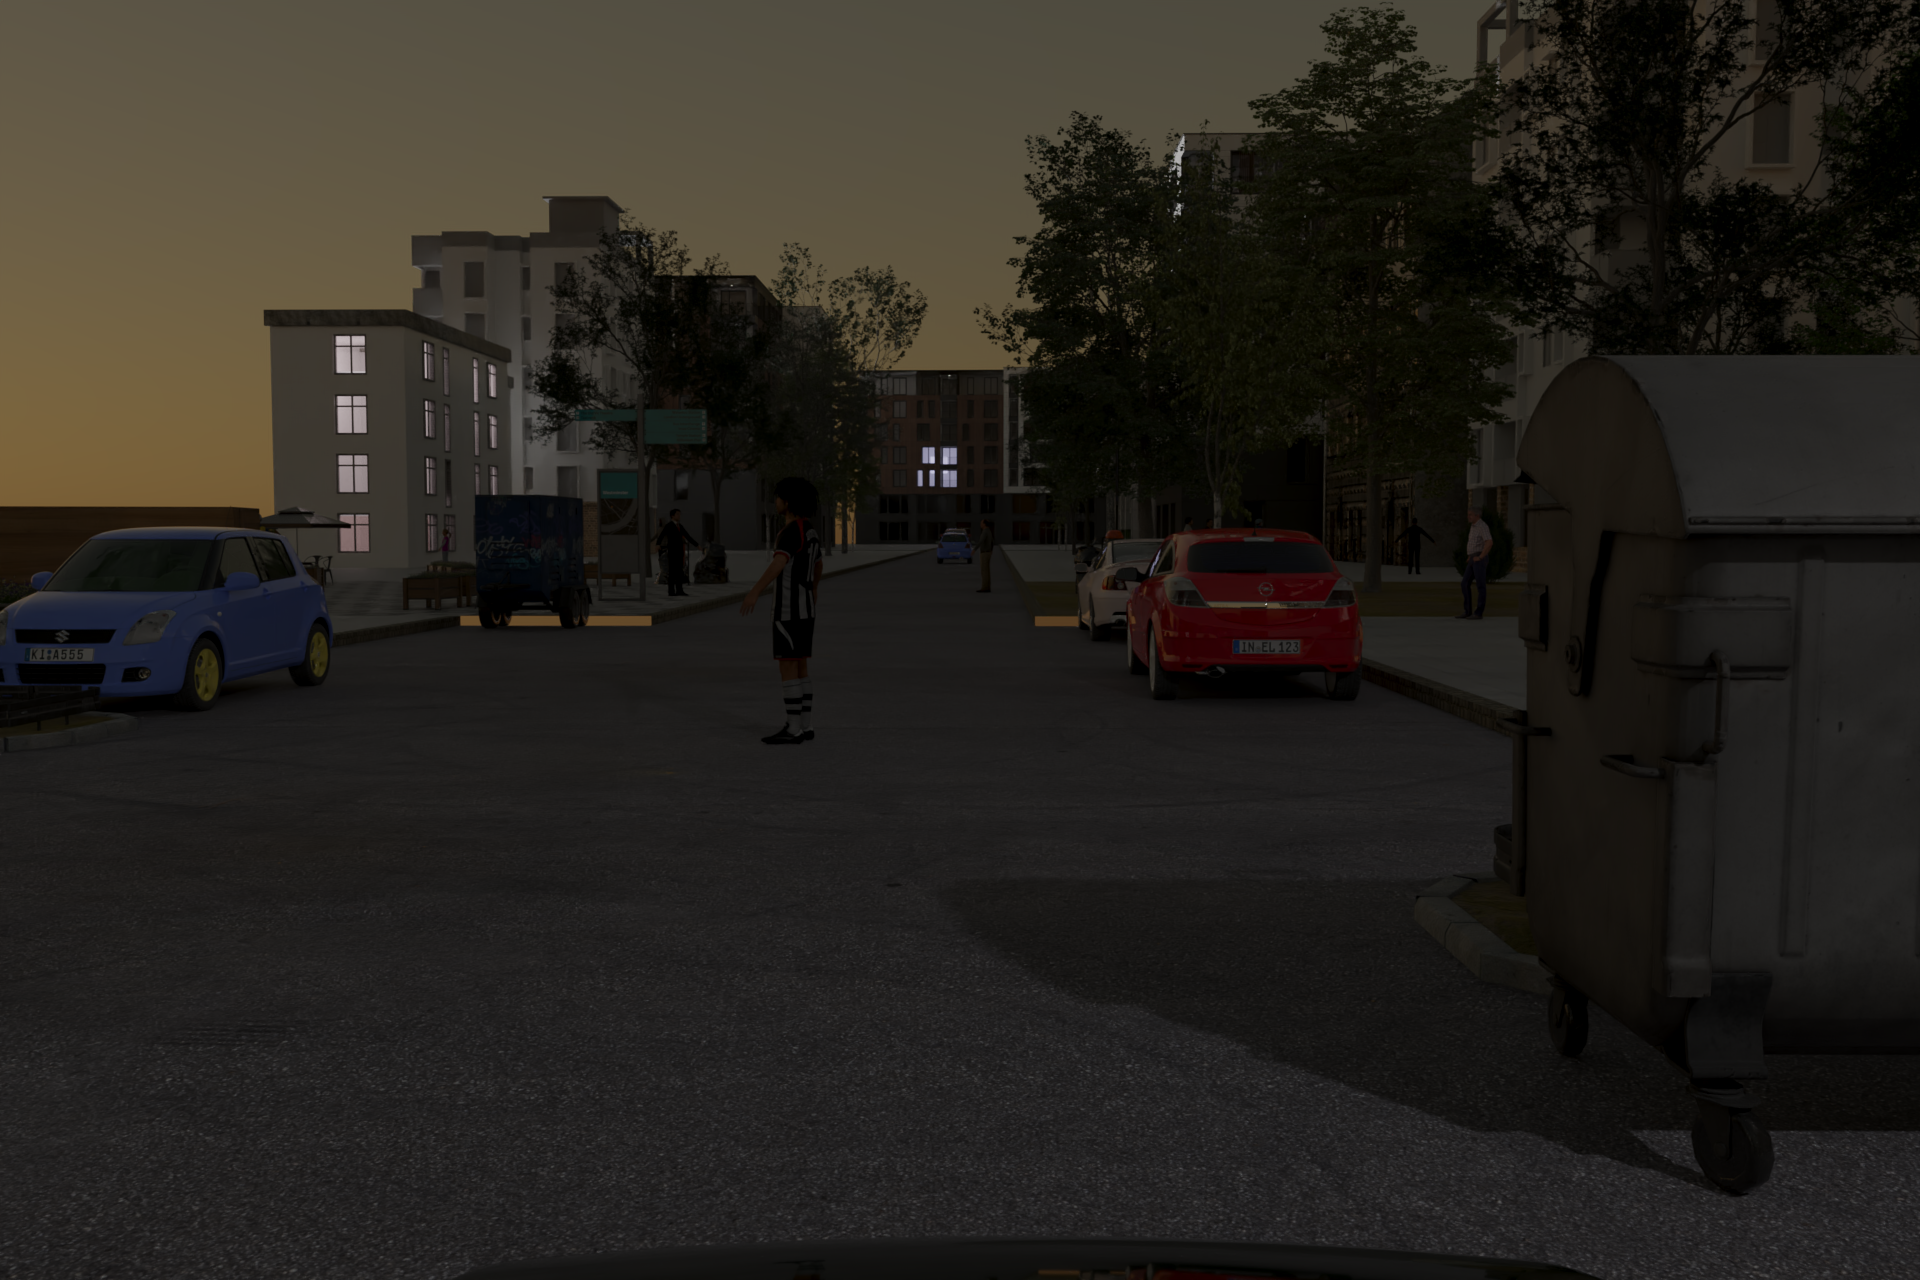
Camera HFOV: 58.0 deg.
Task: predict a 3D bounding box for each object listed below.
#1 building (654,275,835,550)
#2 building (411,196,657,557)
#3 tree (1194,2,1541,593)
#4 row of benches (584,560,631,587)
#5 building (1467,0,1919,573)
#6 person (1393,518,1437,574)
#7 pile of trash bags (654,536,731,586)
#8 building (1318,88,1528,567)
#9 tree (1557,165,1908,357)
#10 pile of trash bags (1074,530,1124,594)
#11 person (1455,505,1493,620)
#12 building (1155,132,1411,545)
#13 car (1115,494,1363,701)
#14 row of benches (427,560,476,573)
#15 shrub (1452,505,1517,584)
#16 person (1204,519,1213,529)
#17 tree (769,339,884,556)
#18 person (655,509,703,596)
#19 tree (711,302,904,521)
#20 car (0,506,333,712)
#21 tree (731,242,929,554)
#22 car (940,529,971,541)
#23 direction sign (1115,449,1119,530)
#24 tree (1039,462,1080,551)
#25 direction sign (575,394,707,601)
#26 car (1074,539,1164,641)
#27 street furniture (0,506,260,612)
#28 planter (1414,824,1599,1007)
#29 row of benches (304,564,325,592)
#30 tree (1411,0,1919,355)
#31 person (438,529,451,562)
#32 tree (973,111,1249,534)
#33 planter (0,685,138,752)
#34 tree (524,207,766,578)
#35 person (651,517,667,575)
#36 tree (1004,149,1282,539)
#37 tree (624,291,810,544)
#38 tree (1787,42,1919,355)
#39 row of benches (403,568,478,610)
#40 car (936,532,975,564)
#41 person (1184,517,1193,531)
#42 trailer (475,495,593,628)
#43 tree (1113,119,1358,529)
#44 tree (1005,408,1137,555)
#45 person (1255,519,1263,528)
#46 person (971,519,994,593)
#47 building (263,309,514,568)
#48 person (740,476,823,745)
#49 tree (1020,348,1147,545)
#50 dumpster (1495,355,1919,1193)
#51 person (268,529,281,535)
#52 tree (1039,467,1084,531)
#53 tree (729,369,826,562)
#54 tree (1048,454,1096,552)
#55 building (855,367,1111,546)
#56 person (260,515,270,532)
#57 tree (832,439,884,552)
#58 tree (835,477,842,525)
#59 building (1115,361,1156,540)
[{"bbox_3d":[-26.396,-18.921,153.340,27.936,21.610,32.646,0,4,1],"label":"building"},{"bbox_3d":[-24.664,-14.801,98.422,16.016,20.090,11.380,0,4,1],"label":"building"},{"bbox_3d":[8.958,-7.347,38.243,7.486,12.596,7.792,0,3,0],"label":"tree"},{"bbox_3d":[-10.040,-1.710,43.416,4.104,0.672,1.422,2,4,30],"label":"row of benches"},{"bbox_3d":[23.674,-12.540,61.446,16.016,20.090,11.380,0,4,2],"label":"building"},{"bbox_3d":[14.465,-2.990,55.115,1.346,1.802,0.704,2,4,23],"label":"person"},{"bbox_3d":[-6.963,-2.122,44.448,1.912,1.369,3.447,0,4,1],"label":"pile of trash bags"},{"bbox_3d":[26.875,-14.927,74.982,19.493,23.208,18.063,0,4,1],"label":"building"},{"bbox_3d":[19.620,-6.659,43.294,8.767,10.594,7.601,0,4,-1],"label":"tree"},{"bbox_3d":[3.386,-1.672,37.082,1.912,1.369,3.447,0,4,0],"label":"pile of trash bags"},{"bbox_3d":[7.710,-1.163,26.000,0.436,1.711,0.756,0,4,5],"label":"person"},{"bbox_3d":[25.566,-15.946,104.696,27.936,21.610,32.646,0,4,1],"label":"building"},{"bbox_3d":[2.577,-0.450,16.396,2.155,1.783,4.494,0,4,1],"label":"car"},{"bbox_3d":[-11.634,-1.485,39.740,1.422,0.672,4.104,-2,4,-24],"label":"row of benches"},{"bbox_3d":[13.537,-2.486,44.687,1.661,2.075,1.752,0,3,0],"label":"shrub"},{"bbox_3d":[8.764,-3.340,60.741,0.704,1.812,1.346,3,5,40],"label":"person"},{"bbox_3d":[-8.143,-11.212,101.435,7.486,12.596,7.792,0,3,0],"label":"tree"},{"bbox_3d":[-5.855,-1.811,35.803,0.705,1.806,1.347,2,4,34],"label":"person"},{"bbox_3d":[-8.073,-11.077,91.482,12.009,13.543,11.850,0,3,0],"label":"tree"},{"bbox_3d":[-6.901,-0.337,15.100,1.945,1.707,3.694,0,4,1],"label":"car"},{"bbox_3d":[-8.755,-15.761,113.583,12.611,20.169,13.585,0,3,0],"label":"tree"},{"bbox_3d":[-0.307,-7.145,125.501,2.281,1.827,5.304,0,4,1],"label":"car"},{"bbox_3d":[4.197,-3.323,46.334,0.379,3.537,0.876,0,4,2],"label":"direction sign"},{"bbox_3d":[7.848,-11.197,133.436,4.737,8.622,4.395,0,3,0],"label":"tree"},{"bbox_3d":[-6.068,-2.747,33.673,2.525,3.948,1.411,0,4,2],"label":"direction sign"},{"bbox_3d":[2.682,-0.744,24.521,2.083,1.381,4.827,0,4,1],"label":"car"},{"bbox_3d":[-15.992,-1.343,28.811,9.812,1.723,11.010,-1,4,-10],"label":"street furniture"},{"bbox_3d":[2.672,0.925,6.024,1.991,0.319,1.994,0,4,1],"label":"planter"},{"bbox_3d":[-16.056,-1.362,37.733,4.104,0.672,1.422,0,4,-7],"label":"row of benches"},{"bbox_3d":[9.393,-5.360,22.041,7.601,10.594,8.767,-1,4,-23],"label":"tree"},{"bbox_3d":[-15.345,-2.580,51.444,0.599,1.433,0.991,0,4,-5],"label":"person"},{"bbox_3d":[6.969,-13.486,76.382,12.611,20.169,13.585,0,3,0],"label":"tree"},{"bbox_3d":[-7.015,0.547,12.204,1.991,0.319,1.994,0,4,1],"label":"planter"},{"bbox_3d":[-9.433,-7.103,50.539,8.767,10.594,7.601,2,4,35],"label":"tree"},{"bbox_3d":[-9.245,-2.913,53.762,0.705,1.813,1.348,-3,5,-44],"label":"person"},{"bbox_3d":[6.003,-9.163,56.475,9.857,13.997,8.962,0,3,0],"label":"tree"},{"bbox_3d":[-9.447,-8.012,65.413,8.767,10.594,7.601,2,4,34],"label":"tree"},{"bbox_3d":[20.107,-6.602,33.702,9.928,11.665,9.643,0,3,0],"label":"tree"},{"bbox_3d":[-8.912,-0.950,31.001,1.422,0.672,4.104,0,4,5],"label":"row of benches"},{"bbox_3d":[-0.236,-4.579,84.450,1.945,1.707,3.694,0,4,1],"label":"car"},{"bbox_3d":[7.217,-2.951,54.436,0.705,1.806,1.347,0,4,2],"label":"person"},{"bbox_3d":[-6.541,-1.151,25.865,1.471,1.999,3.904,0,4,1],"label":"trailer"},{"bbox_3d":[4.977,-4.976,31.724,4.737,8.622,4.395,0,3,0],"label":"tree"},{"bbox_3d":[7.007,-10.479,105.742,8.767,10.594,7.601,0,3,0],"label":"tree"},{"bbox_3d":[10.492,-3.336,60.662,0.704,1.817,1.347,-1,4,-12],"label":"person"},{"bbox_3d":[0.597,-2.067,42.530,0.705,1.796,1.348,1,4,21],"label":"person"},{"bbox_3d":[-24.928,-8.365,78.917,9.099,9.664,28.070,0,4,1],"label":"building"},{"bbox_3d":[-1.169,-0.202,11.911,0.704,1.843,1.345,1,4,14],"label":"person"},{"bbox_3d":[6.954,-10.404,95.860,9.928,11.665,9.643,0,3,0],"label":"tree"},{"bbox_3d":[2.381,0.244,4.229,1.865,1.857,1.264,0,4,1],"label":"dumpster"},{"bbox_3d":[-22.911,-3.149,57.258,0.705,1.858,1.354,3,5,40],"label":"person"},{"bbox_3d":[7.759,-10.437,121.013,4.737,8.622,4.395,0,3,0],"label":"tree"},{"bbox_3d":[-8.896,-7.816,78.160,4.360,8.622,3.978,0,3,0],"label":"tree"},{"bbox_3d":[7.568,-10.791,126.788,4.360,8.622,3.978,0,3,0],"label":"tree"},{"bbox_3d":[3.785,-23.105,224.192,32.646,21.610,27.936,0,4,3],"label":"building"},{"bbox_3d":[-16.478,-2.086,40.572,1.216,1.772,0.721,-3,5,-40],"label":"person"},{"bbox_3d":[-7.755,-10.570,123.178,4.360,8.622,3.978,0,3,0],"label":"tree"},{"bbox_3d":[-19.147,-19.399,223.836,9.857,13.997,8.962,0,3,0],"label":"tree"},{"bbox_3d":[25.482,-19.449,184.455,16.747,18.905,31.486,0,4,1],"label":"building"}]
